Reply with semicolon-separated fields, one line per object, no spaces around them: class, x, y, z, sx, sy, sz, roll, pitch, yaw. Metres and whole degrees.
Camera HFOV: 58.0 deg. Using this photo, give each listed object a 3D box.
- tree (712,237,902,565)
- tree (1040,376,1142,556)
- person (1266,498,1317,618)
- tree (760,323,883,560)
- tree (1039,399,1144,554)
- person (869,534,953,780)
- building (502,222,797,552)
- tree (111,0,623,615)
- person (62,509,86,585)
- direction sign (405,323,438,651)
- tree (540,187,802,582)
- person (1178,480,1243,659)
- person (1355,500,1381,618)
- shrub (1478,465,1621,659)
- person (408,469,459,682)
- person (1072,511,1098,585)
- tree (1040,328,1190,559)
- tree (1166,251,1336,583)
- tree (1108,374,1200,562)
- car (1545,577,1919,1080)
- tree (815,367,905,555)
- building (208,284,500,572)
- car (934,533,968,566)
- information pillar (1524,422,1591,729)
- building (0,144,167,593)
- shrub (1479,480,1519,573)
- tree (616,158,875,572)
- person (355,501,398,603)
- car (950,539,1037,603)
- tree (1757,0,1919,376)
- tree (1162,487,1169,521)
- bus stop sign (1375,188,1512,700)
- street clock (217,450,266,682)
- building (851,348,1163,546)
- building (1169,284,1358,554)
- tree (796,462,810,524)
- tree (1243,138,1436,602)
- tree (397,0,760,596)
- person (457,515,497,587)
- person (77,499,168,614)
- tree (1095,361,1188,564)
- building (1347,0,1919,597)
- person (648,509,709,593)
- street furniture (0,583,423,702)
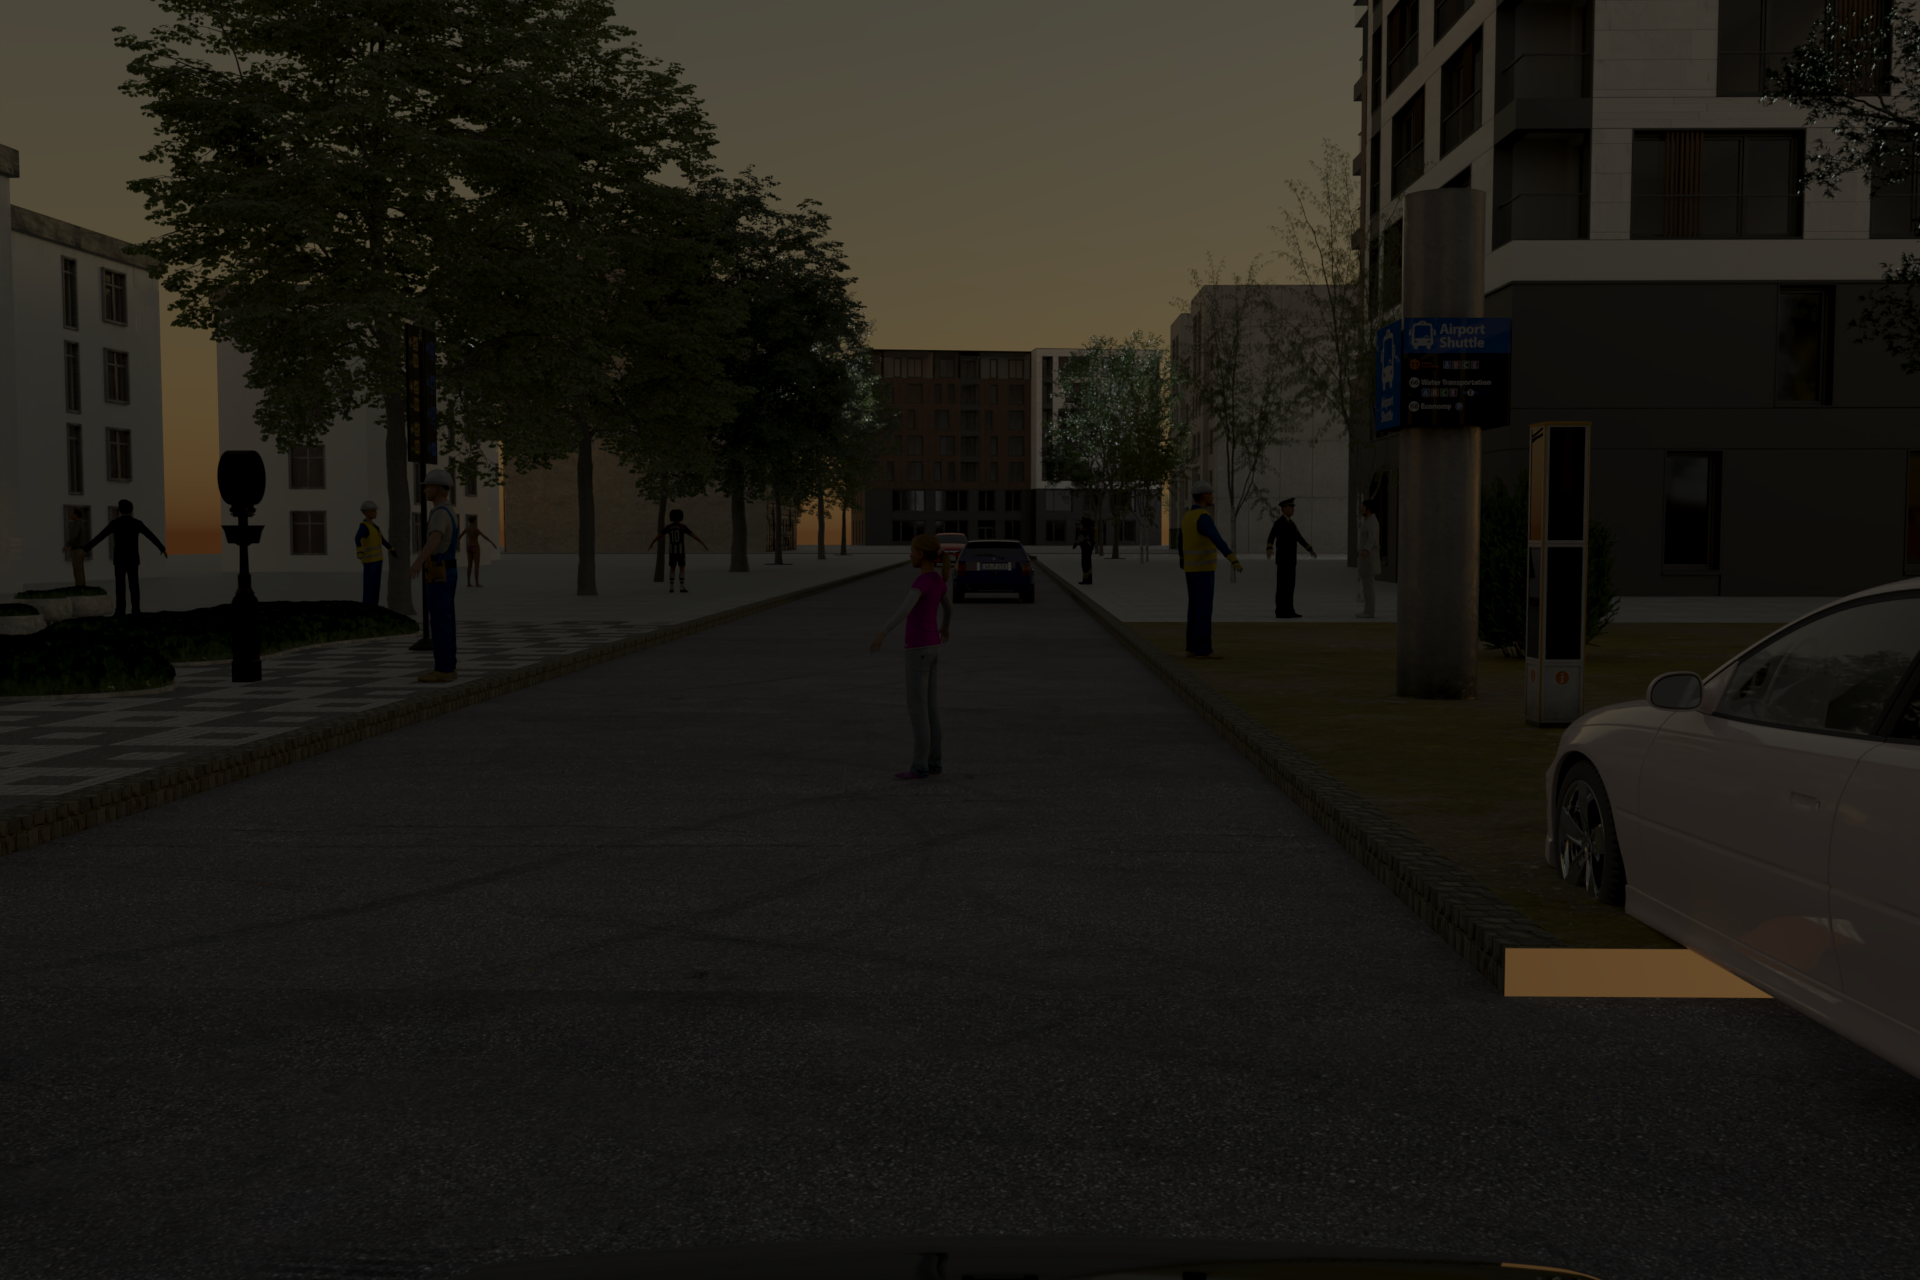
tree;-7.560;-9.875;71.834;12.009;13.543;11.850;0;3;0
tree;7.919;-10.137;100.150;7.601;10.594;8.767;-2;4;-31
person;5.017;-1.257;26.480;0.705;1.837;1.347;3;5;42
tree;-7.219;-10.317;86.805;7.486;12.596;7.792;0;3;0
tree;8.841;-10.758;110.302;8.767;10.594;7.601;1;4;15
person;-0.269;0.094;10.191;0.599;1.433;0.991;2;4;24
building;-22.577;-18.281;129.823;19.493;23.208;18.063;0;4;1
tree;-9.275;-6.657;26.963;7.486;12.596;7.792;0;3;0
person;-18.101;-1.787;35.481;0.705;1.796;1.348;-1;4;-14
direction sign;-5.922;-1.659;19.118;0.379;3.537;0.876;0;4;2
tree;-7.723;-6.831;46.103;7.601;10.594;8.767;0;4;-8
person;2.519;-0.730;17.900;0.705;1.833;1.349;-1;4;-17
person;6.232;-1.245;26.535;0.705;1.806;1.347;1;4;10
shrub;5.947;-0.843;17.831;1.661;2.075;1.752;0;3;0
person;-4.564;-0.567;15.132;0.705;1.847;1.347;0;4;-6
person;3.197;-2.339;44.020;0.705;1.856;1.354;2;4;24
tree;7.966;-9.959;88.584;9.928;11.665;9.643;0;3;0
tree;7.057;-5.831;45.692;4.360;8.622;3.978;0;3;0
tree;8.956;-7.956;80.438;4.737;8.622;4.395;0;3;0
car;3.133;0.466;4.748;2.083;1.381;4.827;0;4;1
tree;-6.858;-10.894;103.878;9.928;11.665;9.643;0;3;0
building;-24.031;-7.967;72.404;9.099;9.664;28.070;0;4;2
car;-0.428;-4.114;76.297;2.155;1.783;4.494;0;4;2
information pillar;3.962;-0.429;11.500;0.304;2.012;0.304;0;4;-1
building;-25.098;-5.873;38.171;9.099;9.664;28.070;0;4;2
shrub;7.172;-1.179;23.703;1.690;2.028;1.600;0;3;0
tree;-7.551;-9.280;58.380;9.857;13.997;8.962;0;3;0
person;-8.574;-1.162;25.456;0.721;1.772;1.216;0;4;6
car;0.703;-1.506;37.207;1.945;1.354;3.894;0;4;0
tree;14.125;-5.238;20.048;8.767;10.594;7.601;-1;4;-9
tree;25.381;-15.398;202.118;4.737;8.622;4.395;0;3;0
bus stop sign;3.761;-1.501;13.563;0.837;3.901;0.837;0;4;0
street clock;-6.204;-0.639;15.011;0.358;2.002;0.471;0;4;1
building;4.332;-21.766;202.311;32.646;21.610;27.936;0;4;-7
building;25.847;-16.203;131.383;16.747;18.905;31.486;0;4;1
tree;-21.302;-17.811;197.863;9.857;13.997;8.962;0;3;0
tree;7.674;-5.025;32.518;4.360;8.622;3.978;0;3;0
tree;-8.230;-7.209;36.000;7.486;12.596;7.792;0;3;0
person;-11.775;-2.157;42.066;1.217;1.733;0.721;1;4;23
person;-12.646;-1.227;26.244;0.705;1.806;1.347;3;5;41
tree;7.801;-7.582;74.335;4.737;8.622;4.395;0;3;0
building;25.393;-12.650;50.810;27.936;21.610;32.646;0;4;1
person;-6.187;-1.944;37.922;1.345;1.843;0.704;0;4;5
street furniture;-9.211;-0.152;18.114;5.734;0.657;10.072;0;4;1
